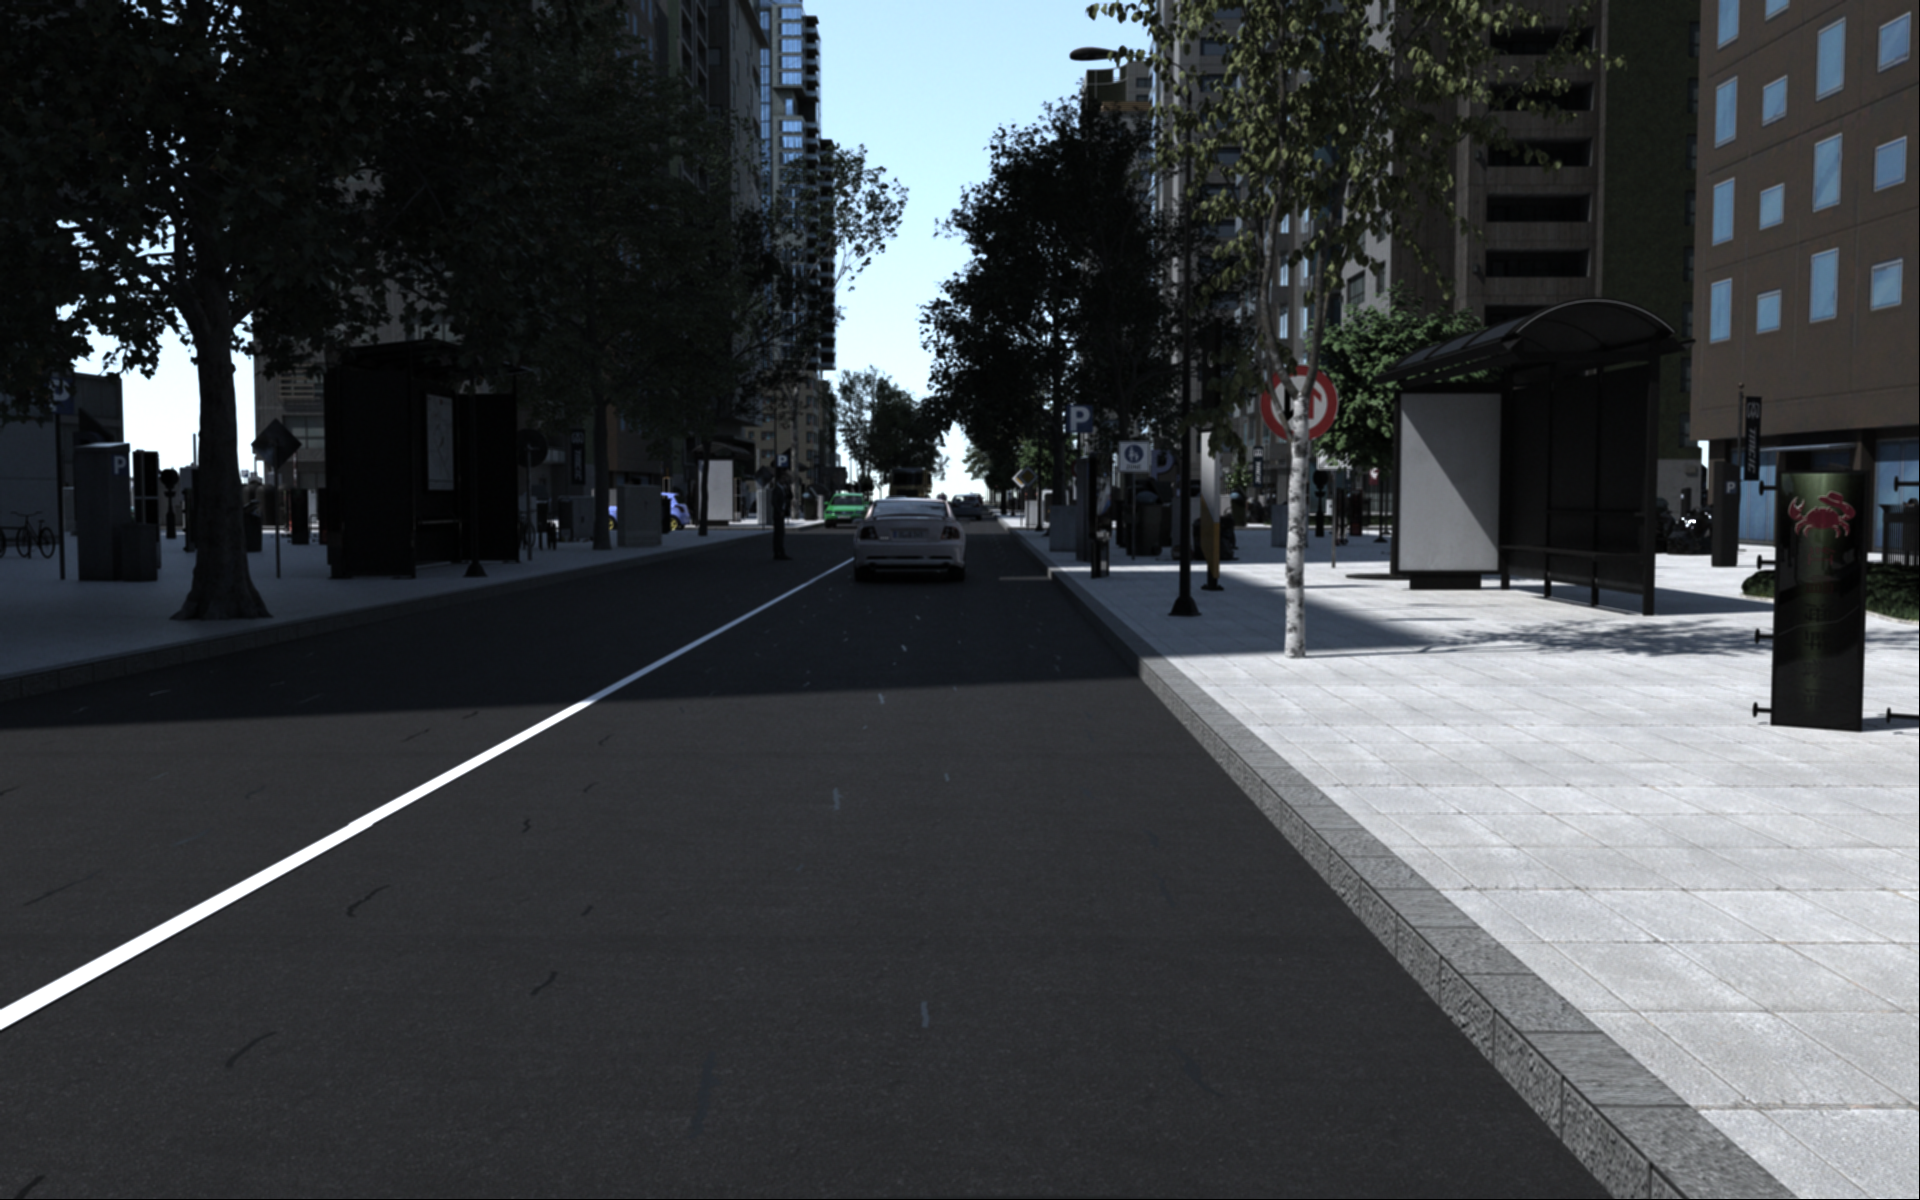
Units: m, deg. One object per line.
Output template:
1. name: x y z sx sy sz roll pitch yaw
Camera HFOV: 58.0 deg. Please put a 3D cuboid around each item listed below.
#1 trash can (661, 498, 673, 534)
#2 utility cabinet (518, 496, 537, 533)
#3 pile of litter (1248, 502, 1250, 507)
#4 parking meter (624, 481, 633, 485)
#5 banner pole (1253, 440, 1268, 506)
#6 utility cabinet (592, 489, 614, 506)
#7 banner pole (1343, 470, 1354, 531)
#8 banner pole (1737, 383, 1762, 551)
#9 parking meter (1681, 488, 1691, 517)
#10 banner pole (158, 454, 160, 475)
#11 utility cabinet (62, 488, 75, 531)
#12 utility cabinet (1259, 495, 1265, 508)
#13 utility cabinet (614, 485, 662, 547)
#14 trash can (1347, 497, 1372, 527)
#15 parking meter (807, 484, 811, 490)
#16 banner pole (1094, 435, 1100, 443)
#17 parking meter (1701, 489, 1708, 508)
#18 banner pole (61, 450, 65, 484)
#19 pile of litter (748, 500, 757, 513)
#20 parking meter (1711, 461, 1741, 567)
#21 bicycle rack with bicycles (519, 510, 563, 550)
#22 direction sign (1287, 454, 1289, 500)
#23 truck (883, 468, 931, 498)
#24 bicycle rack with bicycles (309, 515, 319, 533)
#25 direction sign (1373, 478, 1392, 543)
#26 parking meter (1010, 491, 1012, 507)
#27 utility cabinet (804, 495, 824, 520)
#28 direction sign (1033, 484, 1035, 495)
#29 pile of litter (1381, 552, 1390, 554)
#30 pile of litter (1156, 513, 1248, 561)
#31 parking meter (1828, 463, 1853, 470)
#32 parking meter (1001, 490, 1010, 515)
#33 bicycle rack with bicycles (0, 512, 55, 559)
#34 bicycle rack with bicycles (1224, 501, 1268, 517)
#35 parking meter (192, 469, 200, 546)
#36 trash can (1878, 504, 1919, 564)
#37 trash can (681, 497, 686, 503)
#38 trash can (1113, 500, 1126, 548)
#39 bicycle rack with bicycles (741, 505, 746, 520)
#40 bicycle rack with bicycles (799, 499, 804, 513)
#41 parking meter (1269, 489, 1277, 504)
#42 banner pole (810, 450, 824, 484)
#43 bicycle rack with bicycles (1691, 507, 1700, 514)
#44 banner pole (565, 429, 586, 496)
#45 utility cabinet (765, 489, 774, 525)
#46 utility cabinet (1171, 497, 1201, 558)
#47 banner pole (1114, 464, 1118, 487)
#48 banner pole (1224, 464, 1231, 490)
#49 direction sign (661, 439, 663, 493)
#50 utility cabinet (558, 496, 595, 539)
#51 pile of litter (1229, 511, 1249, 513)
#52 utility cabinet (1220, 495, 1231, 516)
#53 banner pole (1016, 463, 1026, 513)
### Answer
1. trash can: -9.671 -2.717 56.079 0.748 1.137 0.748 0 3 0
2. utility cabinet: -14.317 -2.790 56.775 1.020 1.237 0.306 2 4 33
3. pile of litter: 17.891 -5.765 108.229 1.719 0.858 1.176 1 4 18
4. parking meter: -15.045 -4.455 78.555 0.399 1.863 0.255 0 4 3
5. banner pole: 13.928 -5.505 80.027 0.863 3.779 0.401 1 4 23
6. utility cabinet: -15.324 -4.058 75.027 1.173 1.500 0.318 -1 4 -18
7. banner pole: 13.459 -4.265 59.744 0.401 3.779 0.863 -1 4 -13
8. banner pole: 17.771 -3.004 39.129 0.863 3.779 0.401 -1 4 -23
9. parking meter: 29.150 -3.739 69.544 0.372 1.533 0.369 0 3 0
10. banner pole: -50.702 -7.286 109.146 0.401 3.779 0.863 3 5 43
11. utility cabinet: -29.801 -3.068 58.843 1.173 1.500 0.318 -3 4 -36
12. utility cabinet: 15.558 -4.775 89.237 0.306 1.237 1.020 1 4 13
13. utility cabinet: -7.796 -2.047 42.155 0.318 1.500 1.173 3 4 38
14. trash can: 15.735 -3.427 67.684 0.748 1.137 0.748 0 3 0
15. parking meter: -8.681 -5.812 100.745 0.399 1.863 0.255 3 4 38
16. banner pole: 5.854 -5.050 72.579 0.863 3.779 0.401 1 4 18
17. parking meter: 38.865 -5.022 90.519 0.372 1.533 0.369 0 3 0
18. banner pole: -50.859 -6.610 98.094 0.401 3.779 0.863 0 4 1
19. pile of litter: -13.980 -6.385 118.358 1.719 0.858 1.176 0 4 3
20. parking meter: 13.490 -1.516 30.493 0.399 1.863 0.255 -1 4 -12
21. bicycle rack with bicycles: -10.539 -1.646 40.300 2.852 0.926 2.925 -1 4 -13
22. direction sign: 18.525 -6.477 97.900 0.379 3.537 0.876 1 4 13
23. truck: -3.653 -8.117 128.640 3.469 3.379 9.791 0 4 2
24. bicycle rack with bicycles: -19.874 -2.637 56.503 2.925 0.926 2.852 3 4 38
25. direction sign: 11.166 -3.295 45.870 0.876 3.537 0.379 -3 4 -38
26. parking meter: 3.951 -7.927 138.009 0.372 1.533 0.369 0 3 0
27. utility cabinet: -7.349 -4.651 87.207 1.020 1.237 0.306 1 4 15
28. direction sign: 4.532 -6.979 106.105 0.876 3.537 0.379 -2 4 -33
29. pile of litter: 9.856 -1.433 37.392 1.719 0.858 1.176 -1 4 -11
30. pile of litter: 4.604 -1.204 33.649 1.719 0.858 1.176 0 4 2
31. parking meter: 16.536 -1.642 32.557 0.255 1.863 0.399 -2 4 -30
32. parking meter: 2.747 -6.115 108.394 0.372 1.533 0.369 0 3 0
33. bicycle rack with bicycles: -19.787 -1.297 34.586 2.925 0.926 2.852 3 5 43
34. bicycle rack with bicycles: 14.135 -4.356 84.608 2.925 0.926 2.852 3 5 40
35. parking meter: -17.798 -2.141 40.716 0.255 1.863 0.399 3 4 38
36. trash can: 13.092 -0.751 23.940 0.748 1.137 0.748 0 3 0
37. trash can: -13.590 -4.407 83.715 0.748 1.137 0.748 0 3 0
38. trash can: 4.045 -1.827 41.522 0.748 1.137 0.748 0 3 0
39. bicycle rack with bicycles: -10.027 -4.335 84.267 2.852 0.926 2.925 0 4 5
40. bicycle rack with bicycles: -11.198 -7.781 140.599 2.852 0.926 2.925 2 4 26
41. parking meter: 16.346 -5.017 90.440 0.372 1.533 0.369 0 3 0
42. banner pole: -8.312 -6.660 98.905 0.863 3.779 0.401 -3 5 -44
43. bicycle rack with bicycles: 31.556 -3.495 70.518 2.852 0.926 2.925 -1 4 -21
44. banner pole: -13.035 -4.183 58.412 0.863 3.779 0.401 -1 4 -11
45. utility cabinet: -7.730 -3.866 71.893 0.318 1.500 1.173 1 4 12
46. utility cabinet: 4.586 -1.453 34.911 0.306 1.237 1.020 2 4 30
47. banner pole: 12.298 -8.981 136.863 0.401 3.779 0.863 2 4 29
48. banner pole: 22.052 -9.324 142.466 0.401 3.779 0.863 -3 4 -38
49. direction sign: -12.072 -4.783 70.195 0.379 3.537 0.876 -1 4 -15
50. utility cabinet: -11.059 -2.375 50.000 1.020 1.237 0.306 0 4 -1
51. pile of litter: 5.980 -1.627 40.563 1.176 0.858 1.719 1 4 20
52. utility cabinet: 15.290 -5.349 98.615 1.020 1.237 0.306 0 4 1
53. banner pole: 3.978 -7.627 114.716 0.863 3.779 0.401 0 4 -4
